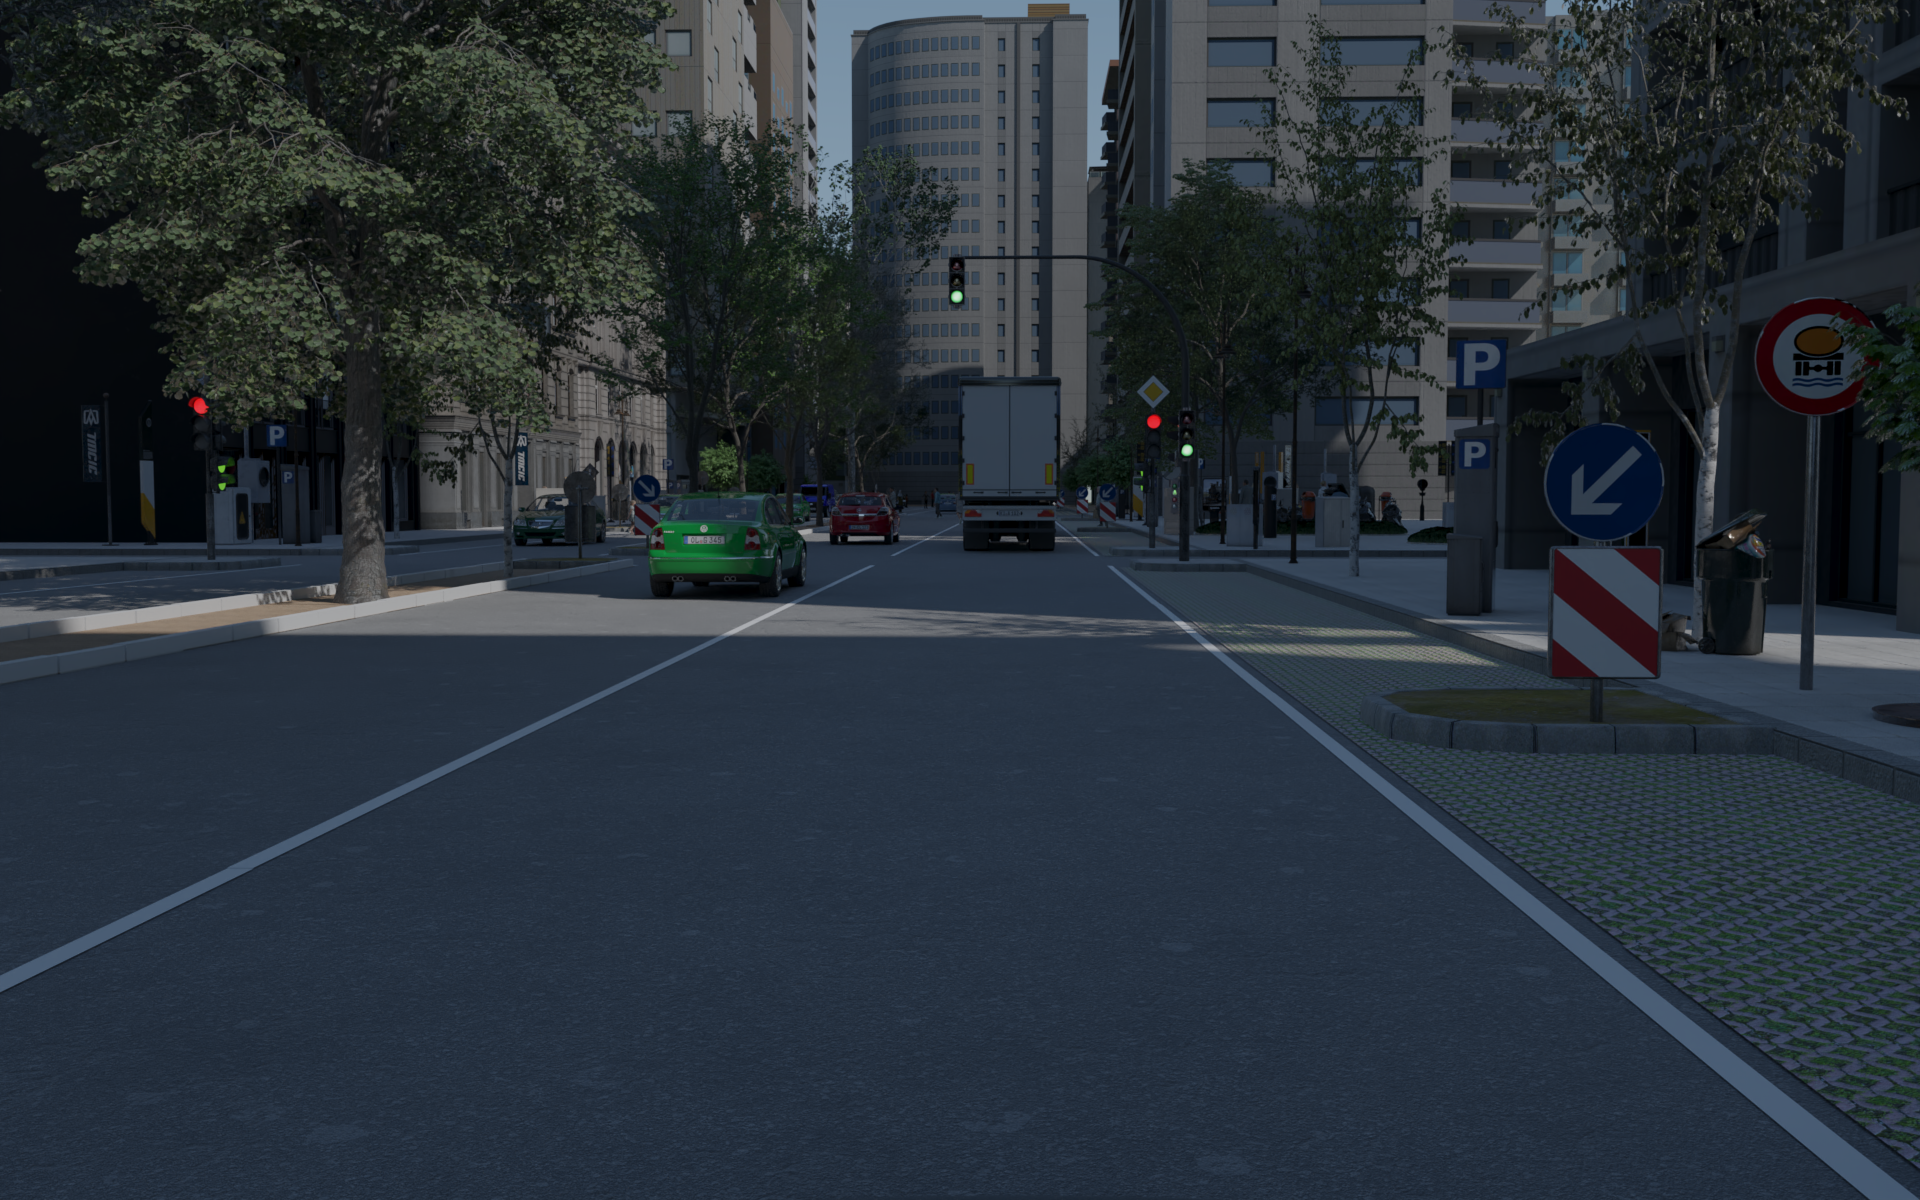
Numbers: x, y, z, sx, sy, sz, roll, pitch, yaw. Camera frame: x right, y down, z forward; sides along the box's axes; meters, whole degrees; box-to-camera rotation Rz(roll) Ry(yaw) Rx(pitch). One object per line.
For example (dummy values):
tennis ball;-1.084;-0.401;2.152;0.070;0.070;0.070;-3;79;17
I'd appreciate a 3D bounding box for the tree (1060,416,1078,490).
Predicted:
tree;10.973;-12.657;157.296;4.360;8.622;3.978;0;3;0

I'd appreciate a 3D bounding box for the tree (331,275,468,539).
tree;-16.116;-6.060;49.441;4.737;8.622;4.395;0;3;0

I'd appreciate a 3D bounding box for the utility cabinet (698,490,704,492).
utility cabinet;-14.425;-5.206;93.797;0.318;1.500;1.173;3;5;43

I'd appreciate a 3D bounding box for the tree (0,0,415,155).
tree;-8.188;-5.889;9.117;12.009;13.543;11.850;0;3;0

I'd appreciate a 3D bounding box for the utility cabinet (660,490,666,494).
utility cabinet;-18.970;-6.053;107.649;1.173;1.500;0.318;-1;4;-17

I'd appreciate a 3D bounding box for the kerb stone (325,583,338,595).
kerb stone;-8.952;-0.151;24.737;0.120;0.150;1.000;0;4;2

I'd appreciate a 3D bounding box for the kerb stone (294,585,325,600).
kerb stone;-8.991;-0.093;23.716;0.120;0.150;1.000;0;4;2

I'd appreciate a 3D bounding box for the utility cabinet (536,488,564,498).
utility cabinet;-15.677;-3.543;66.608;1.173;1.500;0.318;0;4;-7

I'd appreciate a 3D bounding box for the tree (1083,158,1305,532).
tree;8.062;-8.587;58.526;7.486;12.596;7.792;0;3;0

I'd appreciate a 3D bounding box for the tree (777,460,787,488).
tree;-13.946;-8.496;122.624;4.285;4.588;4.351;0;3;0

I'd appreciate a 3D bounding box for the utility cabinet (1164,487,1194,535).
utility cabinet;6.838;-2.785;54.208;0.318;1.500;1.173;-2;4;-29

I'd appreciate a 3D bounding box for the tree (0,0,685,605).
tree;-7.858;-6.929;22.408;9.857;13.997;8.962;0;3;0

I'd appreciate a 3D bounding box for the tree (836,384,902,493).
tree;-5.120;-9.312;105.069;4.360;8.622;3.978;0;3;0

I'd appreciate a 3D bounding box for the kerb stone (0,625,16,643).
kerb stone;-9.245;0.349;16.534;0.120;0.150;1.000;0;4;2

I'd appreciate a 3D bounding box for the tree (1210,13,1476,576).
tree;6.033;-4.661;26.568;4.737;8.622;4.395;0;3;0

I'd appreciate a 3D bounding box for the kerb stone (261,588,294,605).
kerb stone;-9.023;-0.029;22.682;0.120;0.150;1.000;0;4;2

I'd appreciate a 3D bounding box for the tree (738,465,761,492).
tree;-13.960;-7.348;114.747;1.663;3.219;1.824;0;3;0

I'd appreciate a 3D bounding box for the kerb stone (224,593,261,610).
kerb stone;-9.059;0.033;21.660;0.120;0.150;1.000;0;4;2

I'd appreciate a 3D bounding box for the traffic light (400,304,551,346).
traffic light;-12.213;-4.095;41.615;4.771;5.953;1.251;0;4;2

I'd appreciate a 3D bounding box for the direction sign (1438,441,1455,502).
direction sign;20.703;-4.979;73.411;0.876;3.537;0.379;1;4;23

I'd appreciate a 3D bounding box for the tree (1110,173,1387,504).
tree;8.040;-7.044;49.582;8.767;10.594;7.601;1;4;20

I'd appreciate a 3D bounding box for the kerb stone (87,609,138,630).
kerb stone;-9.166;0.224;18.582;0.120;0.150;1.000;0;4;2

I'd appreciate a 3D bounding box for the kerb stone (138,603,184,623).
kerb stone;-9.124;0.163;19.615;0.120;0.150;1.000;0;4;2

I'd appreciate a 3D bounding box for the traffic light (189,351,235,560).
traffic light;-14.588;-2.737;33.674;0.839;4.253;0.868;0;4;2

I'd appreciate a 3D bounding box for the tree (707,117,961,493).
tree;-6.650;-14.022;87.602;12.611;20.169;13.585;0;3;0

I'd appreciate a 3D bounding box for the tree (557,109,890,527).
tree;-7.142;-7.231;46.440;9.928;11.665;9.643;0;3;0

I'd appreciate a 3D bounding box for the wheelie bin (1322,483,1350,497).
wheelie bin;10.896;-2.588;50.219;0.693;1.594;0.980;-2;4;-29

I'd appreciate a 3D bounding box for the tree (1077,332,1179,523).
tree;7.902;-7.648;75.406;4.360;8.622;3.978;0;3;0

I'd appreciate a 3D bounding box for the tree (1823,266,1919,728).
tree;5.655;-0.927;9.756;1.663;3.219;1.824;0;3;0

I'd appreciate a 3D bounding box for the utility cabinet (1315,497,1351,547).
utility cabinet;9.062;-1.887;42.007;1.020;1.237;0.306;-3;4;-37

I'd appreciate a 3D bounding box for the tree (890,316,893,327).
tree;-6.299;-8.330;64.401;9.928;11.665;9.643;0;3;0

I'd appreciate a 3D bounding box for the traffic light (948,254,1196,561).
traffic light;2.168;-3.565;32.959;4.771;5.953;1.251;0;4;2

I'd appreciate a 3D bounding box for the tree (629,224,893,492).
tree;-6.892;-7.262;55.601;8.767;10.594;7.601;0;4;2

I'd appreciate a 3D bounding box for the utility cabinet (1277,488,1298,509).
utility cabinet;12.158;-3.461;65.273;1.173;1.500;0.318;3;5;43

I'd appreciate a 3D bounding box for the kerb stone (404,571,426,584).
kerb stone;-8.840;-0.342;27.804;0.120;0.150;1.000;0;4;2

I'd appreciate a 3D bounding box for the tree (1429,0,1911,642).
tree;6.382;-3.949;14.930;4.360;8.622;3.978;0;3;0

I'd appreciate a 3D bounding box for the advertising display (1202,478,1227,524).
advertising display;10.359;-3.993;70.493;0.974;1.923;0.123;1;4;17

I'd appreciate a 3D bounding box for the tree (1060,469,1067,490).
tree;9.840;-8.583;124.048;4.285;4.588;4.351;0;3;0

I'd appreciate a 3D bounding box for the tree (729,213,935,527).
tree;-6.126;-9.943;75.392;12.009;13.543;11.850;0;3;0

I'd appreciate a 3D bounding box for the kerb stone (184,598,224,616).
kerb stone;-9.096;0.095;20.639;0.120;0.150;1.000;0;4;2

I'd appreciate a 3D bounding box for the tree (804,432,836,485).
tree;-12.954;-13.025;163.324;4.360;8.622;3.978;0;3;0

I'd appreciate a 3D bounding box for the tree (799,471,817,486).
tree;-13.074;-9.378;147.925;1.663;3.219;1.824;0;3;0

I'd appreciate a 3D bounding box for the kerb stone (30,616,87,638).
kerb stone;-9.205;0.283;17.560;0.120;0.150;1.000;0;4;2

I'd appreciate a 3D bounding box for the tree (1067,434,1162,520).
tree;8.333;-6.202;85.122;4.285;4.588;4.351;0;3;0

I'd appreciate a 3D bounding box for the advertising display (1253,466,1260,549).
advertising display;6.930;-2.159;40.520;0.123;1.923;0.974;1;4;12

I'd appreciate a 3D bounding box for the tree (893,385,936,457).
tree;-5.459;-9.859;98.060;8.767;10.594;7.601;0;4;2

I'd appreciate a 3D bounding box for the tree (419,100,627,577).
tree;-7.772;-4.706;29.767;4.360;8.622;3.978;0;3;0

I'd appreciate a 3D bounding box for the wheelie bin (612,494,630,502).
wheelie bin;-16.831;-4.763;85.789;0.980;1.594;0.693;0;4;5

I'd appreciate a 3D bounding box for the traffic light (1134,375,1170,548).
traffic light;4.544;-3.186;41.007;0.839;4.253;0.868;0;4;2

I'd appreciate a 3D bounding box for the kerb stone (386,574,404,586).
kerb stone;-8.877;-0.277;26.783;0.120;0.150;1.000;0;4;2

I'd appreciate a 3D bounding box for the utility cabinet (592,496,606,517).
utility cabinet;-15.029;-3.687;71.437;0.306;1.237;1.020;2;4;24

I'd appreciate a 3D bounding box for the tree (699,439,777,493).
tree;-14.215;-7.364;104.117;4.285;4.588;4.351;0;3;0
